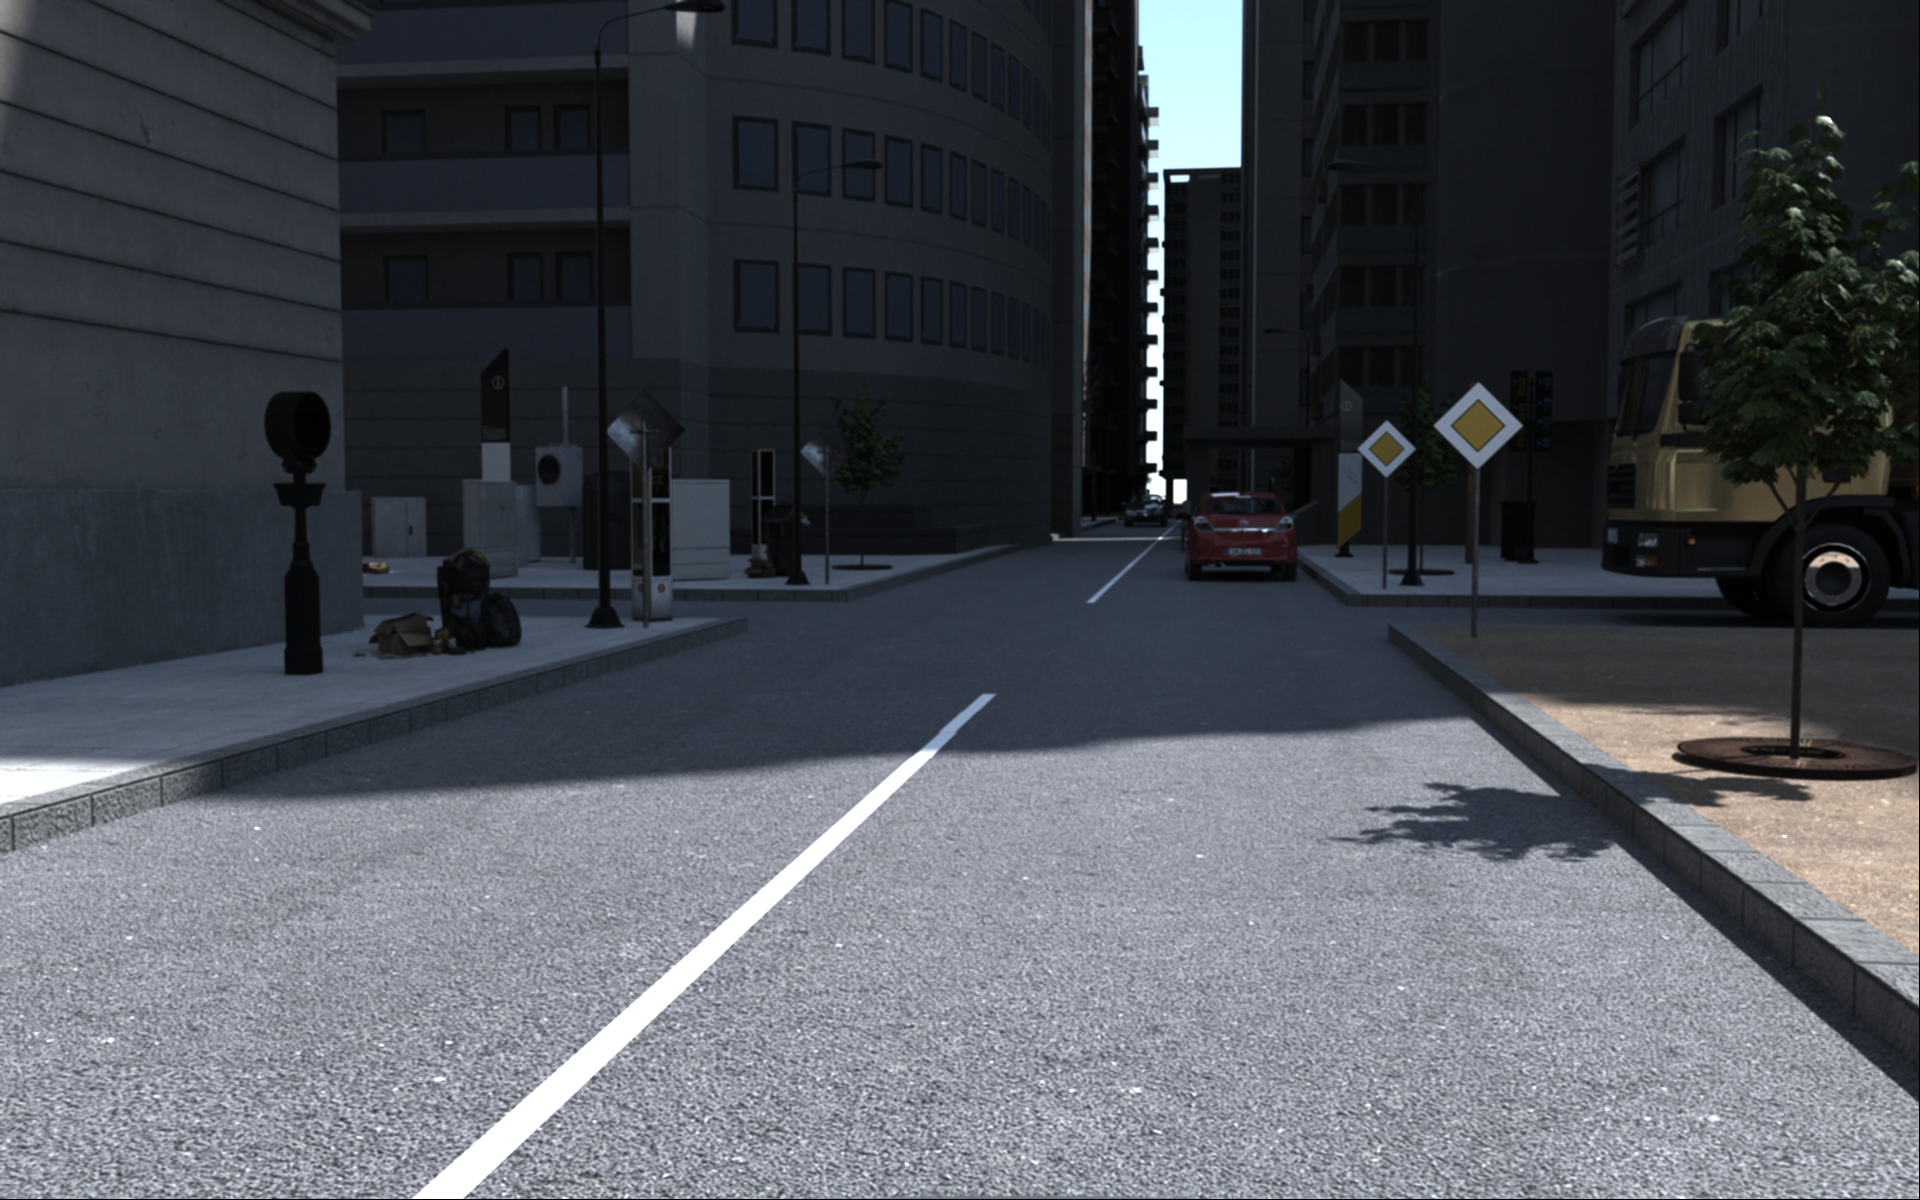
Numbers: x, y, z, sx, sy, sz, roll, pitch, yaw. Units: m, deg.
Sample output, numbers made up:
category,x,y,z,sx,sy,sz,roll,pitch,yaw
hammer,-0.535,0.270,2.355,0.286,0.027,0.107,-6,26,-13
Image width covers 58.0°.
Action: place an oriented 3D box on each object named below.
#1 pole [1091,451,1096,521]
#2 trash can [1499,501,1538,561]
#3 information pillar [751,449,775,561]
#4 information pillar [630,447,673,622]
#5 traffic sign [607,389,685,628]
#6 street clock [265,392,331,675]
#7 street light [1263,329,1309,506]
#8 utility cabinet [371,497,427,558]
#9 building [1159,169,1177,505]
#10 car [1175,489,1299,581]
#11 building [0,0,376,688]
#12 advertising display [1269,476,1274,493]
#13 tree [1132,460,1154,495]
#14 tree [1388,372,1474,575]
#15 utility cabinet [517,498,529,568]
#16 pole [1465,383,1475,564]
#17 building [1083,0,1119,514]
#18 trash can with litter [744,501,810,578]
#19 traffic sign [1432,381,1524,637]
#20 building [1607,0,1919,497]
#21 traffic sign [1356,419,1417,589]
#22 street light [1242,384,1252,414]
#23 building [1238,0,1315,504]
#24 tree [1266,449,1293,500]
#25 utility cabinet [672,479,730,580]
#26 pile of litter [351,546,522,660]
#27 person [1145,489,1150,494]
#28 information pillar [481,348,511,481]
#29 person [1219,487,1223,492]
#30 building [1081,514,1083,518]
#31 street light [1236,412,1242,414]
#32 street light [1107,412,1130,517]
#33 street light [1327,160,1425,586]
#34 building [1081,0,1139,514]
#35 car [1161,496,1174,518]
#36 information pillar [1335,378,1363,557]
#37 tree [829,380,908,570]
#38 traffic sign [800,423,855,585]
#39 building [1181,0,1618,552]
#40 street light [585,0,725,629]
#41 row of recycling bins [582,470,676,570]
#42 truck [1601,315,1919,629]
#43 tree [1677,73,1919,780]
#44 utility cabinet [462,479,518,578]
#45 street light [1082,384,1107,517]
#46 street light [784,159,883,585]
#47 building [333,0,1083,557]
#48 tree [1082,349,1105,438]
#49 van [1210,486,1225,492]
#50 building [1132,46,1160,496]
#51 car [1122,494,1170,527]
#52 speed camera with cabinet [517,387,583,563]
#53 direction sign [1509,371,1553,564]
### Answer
category,x,y,z,sx,sy,sz,roll,pitch,yaw
pole,6.407,-5.447,82.901,0.158,3.312,0.155,0,3,0
trash can,10.670,-1.314,33.135,0.748,1.137,0.748,0,3,0
information pillar,-3.232,-1.466,28.458,0.304,2.012,0.304,-2,4,-31
information pillar,-3.116,-0.795,17.488,0.304,2.012,0.304,3,5,40
traffic sign,-3.011,-0.790,16.562,0.795,2.450,0.064,1,4,8
street clock,-4.683,-0.473,12.303,0.358,2.002,0.471,1,4,12
street light,9.220,-4.660,48.736,1.470,5.913,1.316,1,4,8
utility cabinet,-11.293,-1.451,34.880,1.020,1.237,0.306,-2,4,-31
building,34.651,-30.755,194.727,23.993,40.220,32.217,1,4,8
car,4.829,-1.288,30.091,2.155,1.783,4.494,0,4,6
building,-17.536,-13.674,10.965,23.554,28.519,14.401,1,4,8
advertising display,11.429,-3.568,63.558,0.123,1.923,0.974,1,4,15
tree,14.810,-10.068,148.327,4.285,4.588,4.351,0,3,0
tree,7.404,-2.020,27.625,1.663,3.219,1.824,0,3,0
utility cabinet,-7.949,-1.191,30.629,0.306,1.237,1.020,-2,4,-35
pole,9.404,-2.322,31.802,0.158,3.312,0.155,0,3,0
building,-1.047,-28.110,114.226,22.147,44.769,28.867,1,4,8
trash can with litter,-2.839,-0.939,26.747,0.624,1.170,1.055,2,4,28
traffic sign,4.602,-0.722,15.452,0.795,2.450,0.064,1,4,8
building,19.295,-21.018,27.231,14.086,41.232,14.154,1,4,8
traffic sign,5.738,-1.206,23.356,0.795,2.450,0.064,1,4,8
street light,12.786,-6.158,73.226,1.470,5.913,1.316,1,4,8
building,36.001,-37.594,156.661,21.231,58.520,28.212,1,4,8
tree,12.709,-4.359,65.870,1.663,3.219,1.824,0,3,0
utility cabinet,-4.000,-1.044,25.755,1.173,1.500,0.318,-3,5,-41
pile of litter,-4.323,-0.019,14.277,1.176,0.858,1.719,2,4,34
person,10.964,-5.554,100.094,0.721,1.735,1.217,0,4,-1
information pillar,-7.459,-2.235,27.900,0.504,3.616,0.183,1,4,17
person,13.710,-5.067,91.446,0.694,1.812,0.767,2,4,26
building,-0.744,-26.732,87.176,14.600,45.320,14.200,1,4,8
street light,16.252,-7.657,97.730,1.470,5.913,1.316,1,4,8
street light,8.911,-7.675,98.030,1.470,5.913,1.316,1,4,8
street light,5.809,-3.161,24.223,1.470,5.913,1.316,1,4,8
building,6.615,-29.646,134.826,14.600,45.320,14.200,1,4,8
car,11.900,-5.605,104.215,1.945,1.354,3.894,1,4,10
information pillar,7.896,-2.677,35.125,0.504,3.616,0.183,0,4,-1
tree,-1.623,-2.137,29.534,1.663,3.219,1.824,0,3,0
traffic sign,-1.876,-1.274,24.467,0.795,2.450,0.064,1,4,8
building,22.409,-21.674,46.251,32.217,40.220,23.993,1,4,8
street light,-2.888,-2.684,16.429,1.470,5.913,1.316,1,4,8
row of recycling bins,-5.862,-1.450,30.819,1.069,1.692,3.534,0,4,8
truck,11.320,-1.392,18.685,9.791,3.379,3.469,1,4,10
tree,3.898,-0.824,8.071,1.663,3.219,1.824,0,3,0
utility cabinet,-7.120,-1.079,26.327,0.318,1.500,1.173,1,4,12
street light,5.361,-6.177,73.537,1.470,5.913,1.316,1,4,8
street light,-1.767,-3.164,24.268,1.470,5.913,1.316,1,4,8
building,-8.055,-30.920,47.533,21.231,58.520,28.212,1,4,8
tree,3.615,-7.307,69.838,4.737,8.622,4.395,0,3,0
van,18.487,-7.517,127.294,2.240,2.365,5.245,0,4,6
building,7.038,-35.164,194.546,30.456,49.044,23.786,1,4,8
car,8.300,-4.001,77.216,2.131,1.459,4.920,0,4,8
speed camera with cabinet,-7.982,-2.318,32.230,2.038,3.252,0.660,2,4,29
direction sign,10.518,-2.445,31.970,0.876,3.537,0.379,-1,4,-16
